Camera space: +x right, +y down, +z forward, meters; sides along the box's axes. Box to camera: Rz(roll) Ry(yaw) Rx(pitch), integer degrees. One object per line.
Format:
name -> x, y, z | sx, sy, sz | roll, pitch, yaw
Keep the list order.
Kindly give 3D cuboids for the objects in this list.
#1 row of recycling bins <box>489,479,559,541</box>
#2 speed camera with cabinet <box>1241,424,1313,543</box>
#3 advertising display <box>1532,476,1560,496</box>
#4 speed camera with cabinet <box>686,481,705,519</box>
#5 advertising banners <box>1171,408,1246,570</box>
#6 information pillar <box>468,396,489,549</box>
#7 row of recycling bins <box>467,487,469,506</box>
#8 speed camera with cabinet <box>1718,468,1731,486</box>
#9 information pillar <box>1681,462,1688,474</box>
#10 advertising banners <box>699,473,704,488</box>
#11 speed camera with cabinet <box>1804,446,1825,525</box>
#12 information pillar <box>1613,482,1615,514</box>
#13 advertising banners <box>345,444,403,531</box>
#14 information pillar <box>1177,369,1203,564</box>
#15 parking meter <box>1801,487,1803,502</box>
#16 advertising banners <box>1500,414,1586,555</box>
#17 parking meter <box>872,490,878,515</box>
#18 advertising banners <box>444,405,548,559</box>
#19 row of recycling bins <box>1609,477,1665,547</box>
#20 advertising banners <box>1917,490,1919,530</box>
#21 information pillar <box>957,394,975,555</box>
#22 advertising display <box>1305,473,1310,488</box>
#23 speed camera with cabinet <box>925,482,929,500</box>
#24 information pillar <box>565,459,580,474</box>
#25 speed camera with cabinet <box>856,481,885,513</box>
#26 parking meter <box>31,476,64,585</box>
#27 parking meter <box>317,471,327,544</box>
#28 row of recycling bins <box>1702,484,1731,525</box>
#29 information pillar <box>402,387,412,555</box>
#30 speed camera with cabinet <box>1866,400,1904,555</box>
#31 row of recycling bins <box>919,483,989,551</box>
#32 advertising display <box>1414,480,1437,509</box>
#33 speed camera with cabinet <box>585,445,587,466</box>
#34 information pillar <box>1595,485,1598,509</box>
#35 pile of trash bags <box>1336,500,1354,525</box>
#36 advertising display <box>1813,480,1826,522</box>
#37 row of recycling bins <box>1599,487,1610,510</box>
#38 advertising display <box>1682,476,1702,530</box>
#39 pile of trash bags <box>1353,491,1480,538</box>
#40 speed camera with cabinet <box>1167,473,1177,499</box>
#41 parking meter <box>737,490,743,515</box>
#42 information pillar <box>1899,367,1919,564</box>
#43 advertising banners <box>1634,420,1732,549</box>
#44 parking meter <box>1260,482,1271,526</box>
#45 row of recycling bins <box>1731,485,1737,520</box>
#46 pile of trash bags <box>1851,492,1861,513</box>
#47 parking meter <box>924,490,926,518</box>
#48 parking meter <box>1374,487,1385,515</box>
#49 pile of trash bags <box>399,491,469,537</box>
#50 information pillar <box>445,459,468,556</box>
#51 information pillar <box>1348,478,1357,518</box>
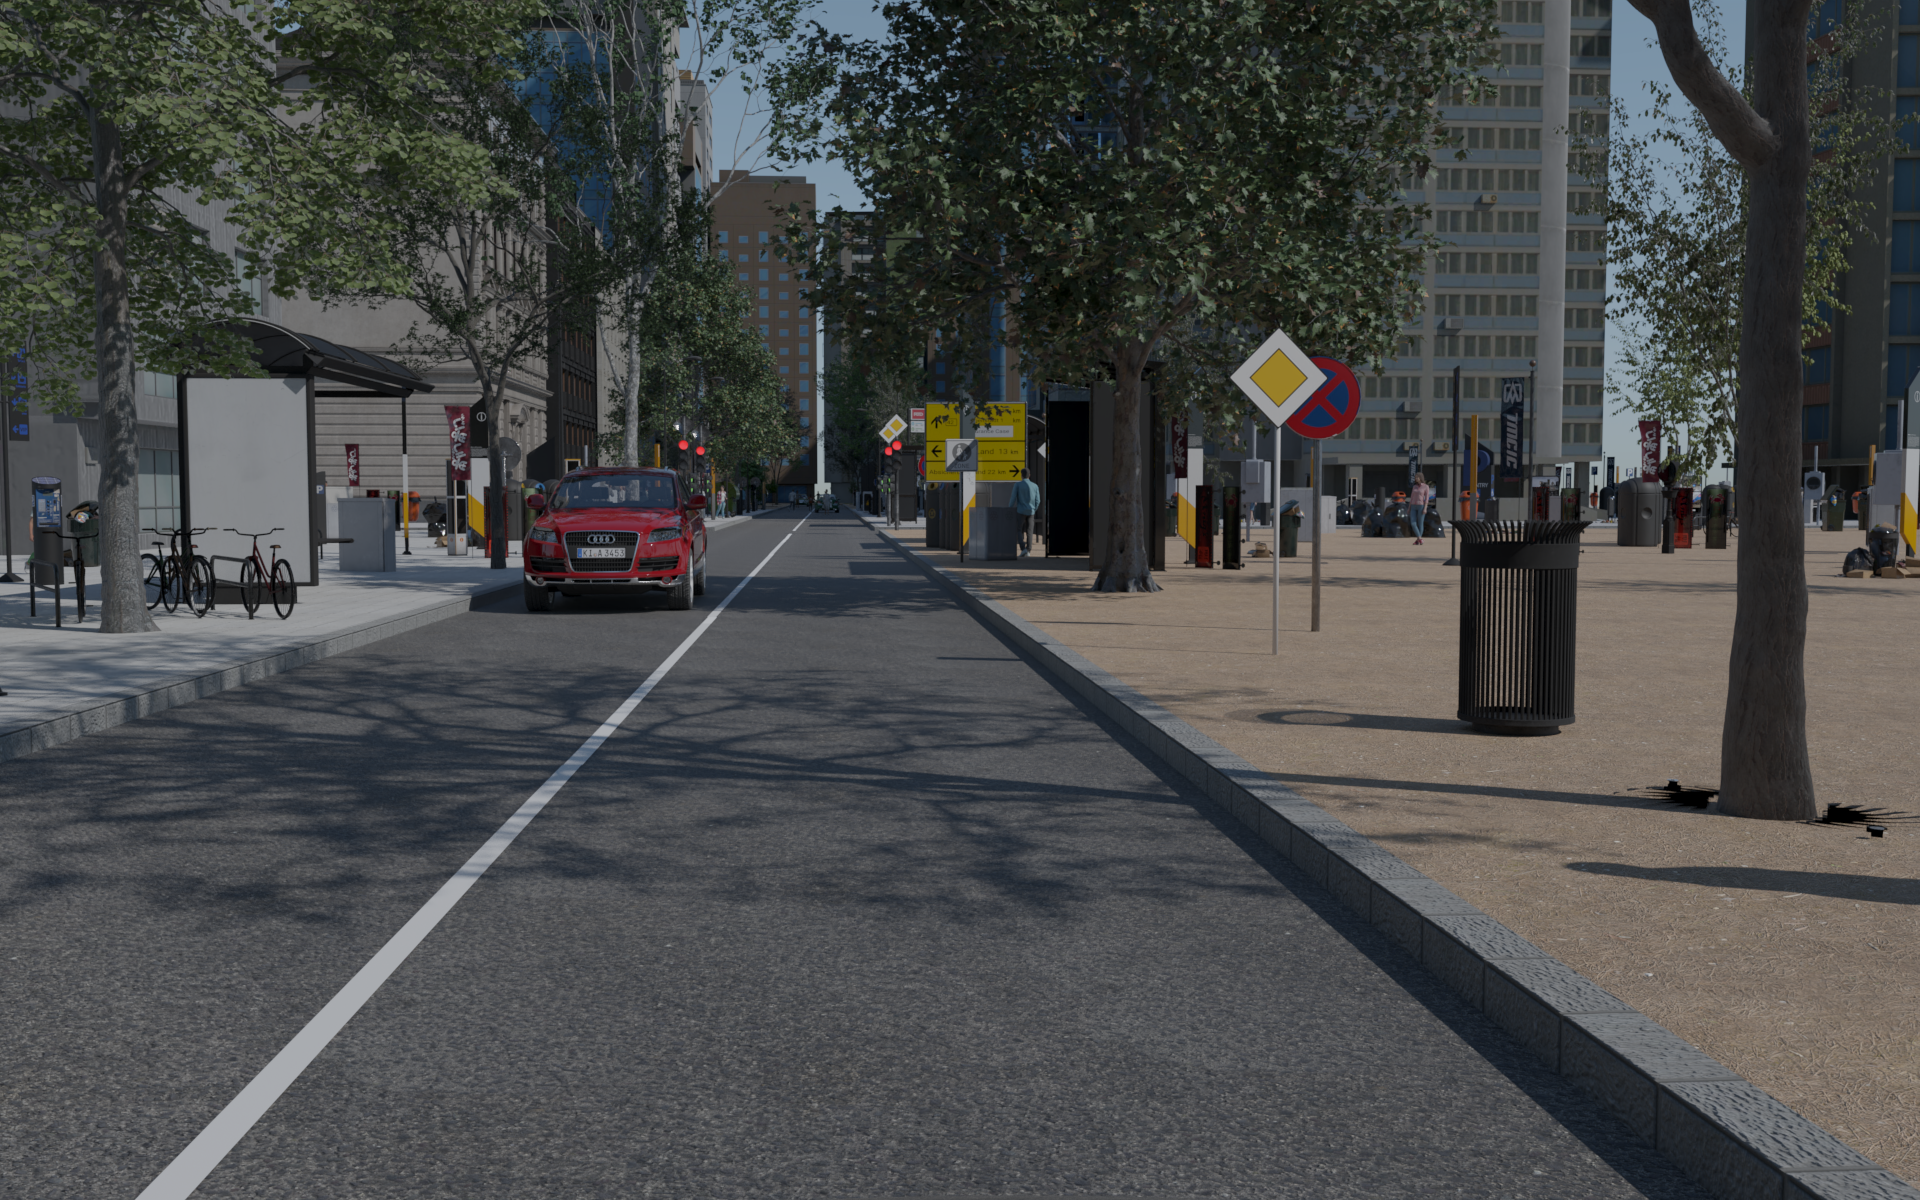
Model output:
row of recycling bins -> -11.772, -2.552, 48.836 | 1.069, 1.692, 3.534 | 2, 4, 29
speed camera with cabinet -> 8.584, -3.182, 46.361 | 2.038, 3.252, 0.660 | 2, 4, 27
advertising display -> 20.397, -3.377, 60.430 | 0.974, 1.923, 0.123 | 1, 4, 20
speed camera with cabinet -> -13.692, -5.782, 88.876 | 0.660, 3.252, 2.038 | 1, 4, 11
advertising banners -> 4.258, -2.068, 29.995 | 0.090, 3.025, 2.074 | -2, 4, -30
information pillar -> -11.135, -2.982, 40.116 | 0.504, 3.616, 0.183 | -1, 4, -11
row of recycling bins -> -15.402, -3.114, 58.022 | 1.069, 1.692, 3.534 | 1, 4, 11
speed camera with cabinet -> 53.436, -7.809, 122.008 | 0.660, 3.252, 2.038 | -1, 4, -11
information pillar -> 52.739, -8.249, 126.225 | 0.183, 3.616, 0.504 | -3, 4, -39
advertising banners -> -13.741, -5.549, 86.917 | 2.074, 3.025, 0.090 | 0, 4, 7
speed camera with cabinet -> 34.485, -4.716, 71.441 | 2.038, 3.252, 0.660 | 2, 4, 33
information pillar -> 41.265, -6.427, 109.568 | 0.304, 2.012, 0.304 | 1, 4, 15
advertising banners -> -20.280, -3.897, 59.909 | 2.074, 3.025, 0.090 | 1, 4, 8
information pillar -> 4.219, -2.466, 31.670 | 0.504, 3.616, 0.183 | -1, 4, -16
parking meter -> 21.988, -2.275, 45.612 | 0.372, 1.533, 0.369 | 0, 3, 0
advertising banners -> 12.392, -2.493, 36.955 | 0.090, 3.025, 2.074 | -3, 4, -38
parking meter -> -5.148, -5.916, 105.145 | 0.372, 1.533, 0.369 | 0, 3, 0
advertising banners -> -9.246, -2.348, 34.581 | 2.074, 3.025, 0.090 | -2, 4, -33
row of recycling bins -> 17.079, -2.226, 43.513 | 1.069, 1.692, 3.534 | 2, 4, 24
advertising banners -> 34.446, -4.064, 62.630 | 2.074, 3.025, 0.090 | 2, 4, 26
information pillar -> 0.150, -2.785, 36.895 | 0.183, 3.616, 0.504 | 2, 4, 35
advertising display -> 10.729, -2.953, 53.498 | 0.123, 1.923, 0.974 | 1, 4, 9
speed camera with cabinet -> -0.403, -4.646, 70.293 | 2.038, 3.252, 0.660 | 2, 4, 28
information pillar -> -8.160, -1.959, 36.527 | 0.304, 2.012, 0.304 | -1, 4, -17
speed camera with cabinet -> -7.012, -8.560, 134.290 | 2.038, 3.252, 0.660 | -1, 4, -21
parking meter -> -12.887, -0.982, 24.471 | 0.372, 1.533, 0.369 | 0, 3, 0
parking meter -> -16.357, -2.346, 44.069 | 0.399, 1.863, 0.255 | -3, 5, -45
row of recycling bins -> 30.304, -4.019, 72.821 | 1.069, 1.692, 3.534 | -3, 4, -38
information pillar -> -11.671, -2.757, 36.440 | 0.183, 3.616, 0.504 | -1, 4, -16
speed camera with cabinet -> 19.935, -2.627, 37.290 | 0.660, 3.252, 2.038 | 2, 4, 24
row of recycling bins -> -0.041, -2.035, 40.393 | 1.069, 1.692, 3.534 | -1, 4, -13
advertising display -> 20.770, -4.411, 77.337 | 0.974, 1.923, 0.123 | 1, 4, 15
speed camera with cabinet -> -14.620, -4.635, 70.120 | 0.660, 3.252, 2.038 | -3, 5, -41
information pillar -> 51.604, -8.322, 140.553 | 0.304, 2.012, 0.304 | 2, 4, 25
pile of trash bags -> 17.065, -3.777, 71.499 | 3.447, 1.369, 1.912 | -2, 4, -31
advertising display -> 38.820, -4.491, 78.641 | 0.974, 1.923, 0.123 | -1, 4, -12
row of recycling bins -> 37.178, -5.418, 95.691 | 3.534, 1.692, 1.069 | 2, 4, 23
advertising display -> 25.740, -3.412, 60.996 | 0.974, 1.923, 0.123 | -2, 4, -28
pile of trash bags -> 13.768, -2.547, 51.395 | 3.447, 1.369, 1.912 | -1, 4, -10
speed camera with cabinet -> 9.938, -4.992, 75.952 | 2.038, 3.252, 0.660 | -3, 5, -41
parking meter -> -13.429, -5.942, 105.561 | 0.372, 1.533, 0.369 | 0, 3, 0
information pillar -> 17.465, -2.475, 31.813 | 0.504, 3.616, 0.183 | -2, 4, -35
advertising banners -> 16.961, -2.716, 40.588 | 2.074, 3.025, 0.090 | 2, 4, 24
parking meter -> 12.329, -3.925, 69.879 | 0.255, 1.863, 0.399 | -2, 4, -35
row of recycling bins -> 34.608, -4.222, 76.141 | 3.534, 1.692, 1.069 | -1, 4, -19
pile of trash bags -> 56.064, -5.957, 107.157 | 1.912, 1.369, 3.447 | 2, 4, 24
parking meter -> -1.759, -5.213, 93.640 | 0.372, 1.533, 0.369 | 0, 3, 0
parking meter -> 15.141, -3.308, 62.497 | 0.372, 1.533, 0.369 | 0, 3, 0
pile of trash bags -> -15.382, -2.572, 51.804 | 3.447, 1.369, 1.912 | 2, 4, 26
information pillar -> -10.435, -1.922, 35.915 | 0.304, 2.012, 0.304 | 3, 4, 37
information pillar -> 17.838, -4.541, 78.739 | 0.304, 2.012, 0.304 | -1, 4, -18
